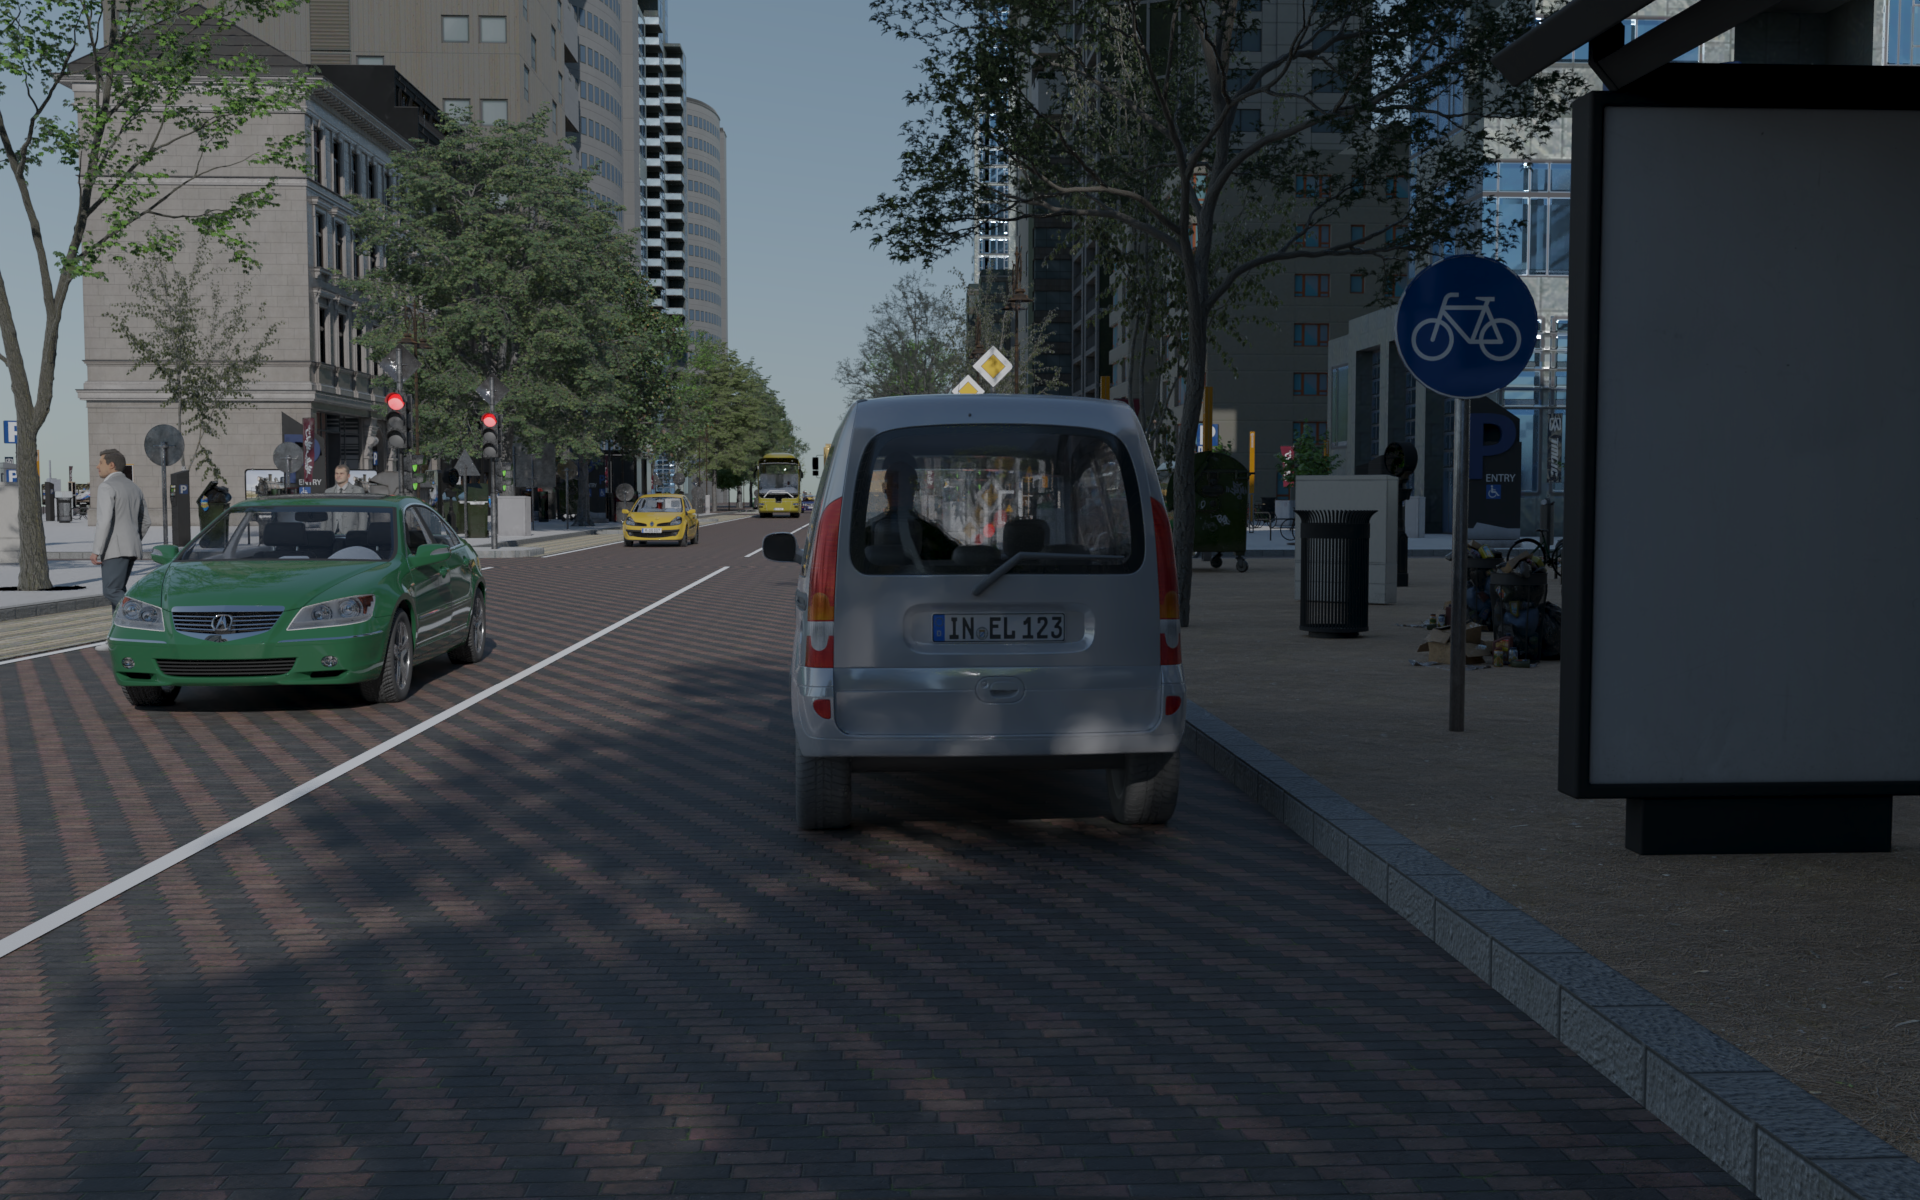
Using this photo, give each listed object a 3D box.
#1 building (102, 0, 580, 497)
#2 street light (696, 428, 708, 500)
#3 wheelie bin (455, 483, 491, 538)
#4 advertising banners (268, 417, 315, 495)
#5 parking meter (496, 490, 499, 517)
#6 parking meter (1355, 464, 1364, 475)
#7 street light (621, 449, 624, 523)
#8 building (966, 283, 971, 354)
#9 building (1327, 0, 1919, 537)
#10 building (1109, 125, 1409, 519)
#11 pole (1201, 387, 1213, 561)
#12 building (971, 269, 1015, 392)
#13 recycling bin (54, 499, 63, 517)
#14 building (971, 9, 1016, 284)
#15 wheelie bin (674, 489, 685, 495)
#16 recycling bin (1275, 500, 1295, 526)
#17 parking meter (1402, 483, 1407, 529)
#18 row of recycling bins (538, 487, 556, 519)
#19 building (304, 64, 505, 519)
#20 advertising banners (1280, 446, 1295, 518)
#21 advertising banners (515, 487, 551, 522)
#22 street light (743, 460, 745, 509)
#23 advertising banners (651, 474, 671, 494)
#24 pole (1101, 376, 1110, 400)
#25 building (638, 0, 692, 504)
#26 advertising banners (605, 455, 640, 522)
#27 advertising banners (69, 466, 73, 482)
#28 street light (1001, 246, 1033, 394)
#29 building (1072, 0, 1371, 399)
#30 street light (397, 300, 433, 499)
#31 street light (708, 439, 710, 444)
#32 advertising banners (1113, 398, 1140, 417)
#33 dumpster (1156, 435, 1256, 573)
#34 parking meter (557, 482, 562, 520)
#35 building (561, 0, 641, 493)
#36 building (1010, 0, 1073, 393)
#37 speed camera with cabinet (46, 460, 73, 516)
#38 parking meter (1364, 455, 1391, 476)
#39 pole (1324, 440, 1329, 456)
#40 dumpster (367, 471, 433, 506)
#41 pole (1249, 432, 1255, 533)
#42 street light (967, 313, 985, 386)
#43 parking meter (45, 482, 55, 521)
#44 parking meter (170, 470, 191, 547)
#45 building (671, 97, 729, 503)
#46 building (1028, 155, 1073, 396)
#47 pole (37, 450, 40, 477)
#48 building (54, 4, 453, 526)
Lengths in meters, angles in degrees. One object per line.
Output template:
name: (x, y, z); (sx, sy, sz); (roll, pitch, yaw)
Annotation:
building: (-43.137, -32.872, 126.690); (28.713, 52.752, 27.495); (0, 4, -3)
street light: (-16.753, -8.480, 111.432); (0.468, 5.910, 1.993); (0, 4, -3)
wheelie bin: (-14.130, -2.607, 50.537); (0.980, 1.594, 0.693); (-1, 4, -19)
advertising banners: (-15.454, -2.684, 40.079); (2.074, 3.025, 0.090); (3, 5, 40)
parking meter: (-25.859, -5.411, 96.887); (0.372, 1.533, 0.369); (0, 3, 0)
parking meter: (7.120, -1.512, 30.430); (0.399, 1.863, 0.255); (1, 4, 23)
street light: (-14.890, -6.337, 76.393); (0.468, 5.910, 1.993); (0, 4, -3)
building: (7.731, -28.509, 237.820); (14.160, 30.474, 14.107); (0, 4, -3)
building: (30.013, -45.777, 61.118); (31.000, 86.520, 22.319); (0, 4, -3)
building: (24.654, -15.786, 103.133); (27.650, 21.520, 28.899); (0, 4, -3)
pole: (4.707, -2.393, 32.977); (0.158, 3.312, 0.155); (0, 3, 0)
building: (9.270, -27.621, 223.300); (14.160, 30.474, 14.107); (0, 4, -3)
recycling bin: (-50.944, -5.192, 97.439); (0.722, 1.027, 0.722); (3, 5, 45)
building: (10.550, -57.868, 258.807); (22.319, 86.520, 31.000); (0, 4, -3)
wheelie bin: (-16.193, -5.612, 99.667); (0.693, 1.594, 0.980); (-2, 4, -28)
recycling bin: (13.152, -3.490, 69.614); (0.722, 1.027, 0.722); (-3, 5, -44)
parking meter: (6.177, -1.000, 24.768); (0.372, 1.533, 0.369); (0, 3, 0)
row of recycling bins: (-21.566, -4.869, 86.728); (1.069, 1.692, 3.534); (2, 4, 24)
building: (-33.446, -16.392, 97.680); (12.332, 23.373, 15.834); (0, 4, -3)
advertising banners: (12.618, -4.074, 62.792); (2.074, 3.025, 0.090); (0, 4, -2)
advertising banners: (-19.651, -5.044, 78.650); (2.074, 3.025, 0.090); (-2, 4, -27)
street light: (-19.009, -10.972, 152.175); (0.468, 5.910, 1.993); (0, 4, -3)
advertising banners: (-17.738, -6.480, 102.139); (0.090, 3.025, 2.074); (2, 4, 30)
pole: (2.516, -2.216, 30.076); (0.158, 3.312, 0.155); (0, 3, 0)
building: (-45.576, -55.661, 222.721); (22.319, 86.520, 31.000); (0, 4, -3)
advertising banners: (-15.462, -5.034, 78.493); (2.074, 3.025, 0.090); (-2, 4, -35)
advertising banners: (-55.196, -6.771, 106.898); (0.090, 3.025, 2.074); (0, 4, -2)
street light: (1.061, -3.653, 32.510); (0.468, 5.910, 1.993); (0, 4, -3)
building: (17.550, -42.204, 128.285); (20.563, 71.187, 20.611); (0, 4, -3)
street light: (-12.965, -4.194, 41.358); (0.468, 5.910, 1.993); (0, 4, -3)
street light: (-17.103, -8.813, 116.886); (0.468, 5.910, 1.993); (0, 4, -3)
advertising banners: (2.277, -2.165, 31.590); (2.074, 3.025, 0.090); (0, 4, -1)
dumpster: (4.041, -1.623, 29.027); (1.502, 2.255, 1.985); (0, 4, -3)
parking meter: (-20.067, -4.963, 86.850); (0.255, 1.863, 0.399); (-1, 4, -8)
building: (-40.995, -37.476, 154.733); (21.231, 58.520, 28.212); (0, 4, -3)
building: (19.833, -35.392, 167.894); (28.713, 52.752, 27.495); (0, 4, -3)
speed camera with cabinet: (-52.422, -6.512, 100.812); (2.038, 3.252, 0.660); (3, 4, 38)
parking meter: (6.295, -1.235, 25.903); (0.255, 1.863, 0.399); (-1, 4, -19)
pole: (13.911, -4.401, 65.805); (0.158, 3.312, 0.155); (0, 3, 0)
dumpster: (-14.353, -2.363, 44.397); (1.264, 1.857, 1.865); (0, 4, -3)
pole: (9.554, -3.845, 56.707); (0.158, 3.312, 0.155); (0, 3, 0)
street light: (0.459, -4.383, 44.444); (0.468, 5.910, 1.993); (0, 4, -3)
parking meter: (-43.175, -4.676, 82.167); (0.255, 1.863, 0.399); (0, 4, 8)
parking meter: (-18.933, -2.223, 42.056); (0.255, 1.863, 0.399); (2, 4, 33)
building: (-45.630, -43.502, 253.249); (21.231, 58.520, 28.212); (0, 4, -3)
building: (12.566, -22.930, 146.610); (14.160, 30.474, 14.107); (0, 4, -3)
pole: (-42.449, -5.255, 79.757); (0.158, 3.312, 0.155); (0, 3, 0)
building: (-30.309, -13.387, 69.782); (10.553, 20.767, 40.483); (0, 4, -3)
